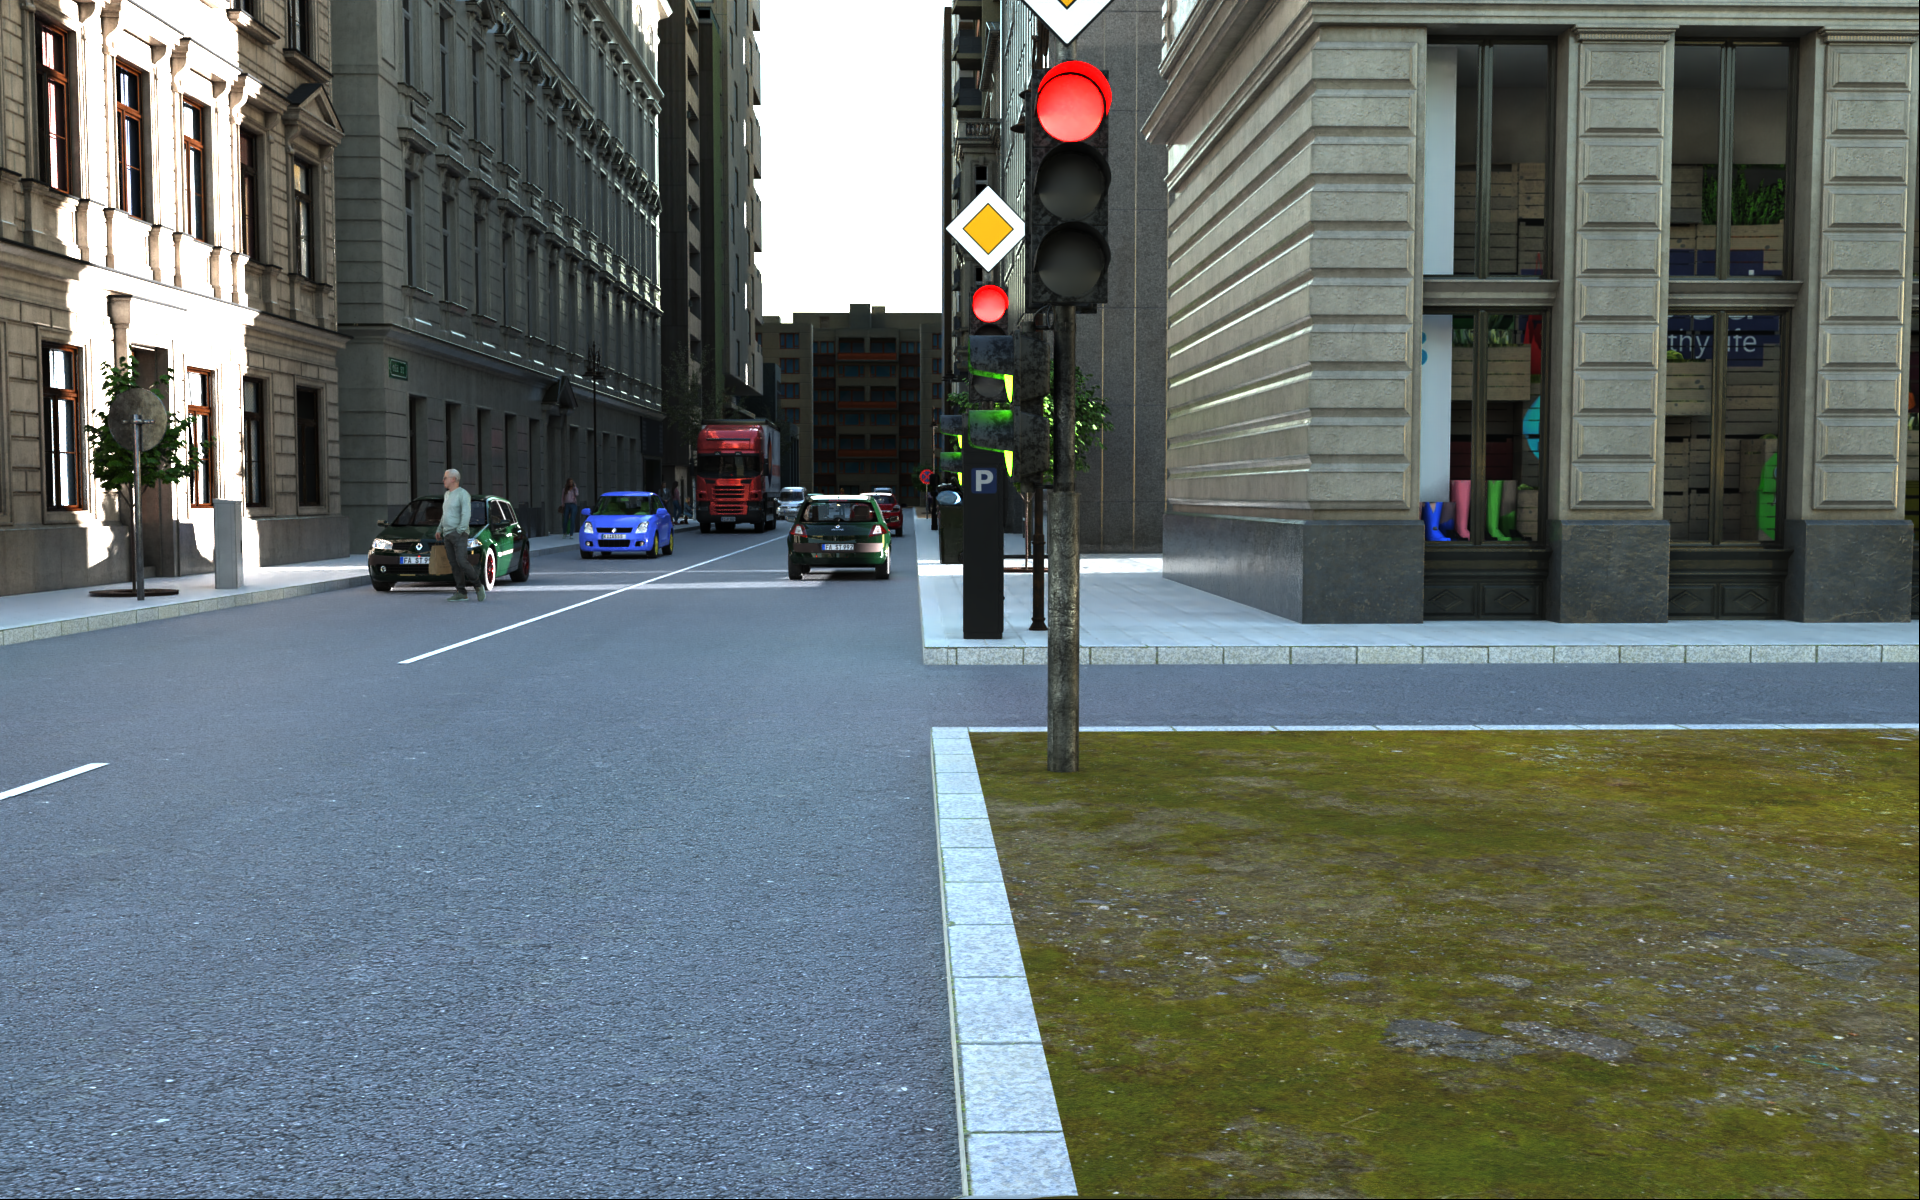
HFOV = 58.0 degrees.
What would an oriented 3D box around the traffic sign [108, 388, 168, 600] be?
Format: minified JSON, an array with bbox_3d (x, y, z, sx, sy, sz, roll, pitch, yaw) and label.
[{"bbox_3d":[-9.893,-1.268,20.837,0.768,2.556,0.104,0,4,8],"label":"traffic sign"}]

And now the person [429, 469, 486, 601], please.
[{"bbox_3d":[-6.771,-0.872,23.245,0.782,1.767,0.515,3,5,41],"label":"person"}]

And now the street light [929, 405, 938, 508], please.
[{"bbox_3d":[-1.389,-7.200,90.515,0.468,5.910,1.993,0,4,-2],"label":"street light"}]

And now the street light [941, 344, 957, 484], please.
[{"bbox_3d":[-0.332,-4.927,53.336,0.468,5.910,1.993,0,4,-2],"label":"street light"}]

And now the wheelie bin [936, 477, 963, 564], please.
[{"bbox_3d":[-0.110,-1.466,31.870,0.693,1.594,0.980,0,4,-5],"label":"wheelie bin"}]

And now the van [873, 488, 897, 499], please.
[{"bbox_3d":[-5.267,-6.779,117.855,2.013,2.044,4.112,0,4,-3],"label":"van"}]

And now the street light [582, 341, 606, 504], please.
[{"bbox_3d":[-11.063,-4.876,52.518,0.468,5.910,1.993,0,4,-2],"label":"street light"}]

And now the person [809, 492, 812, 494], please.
[{"bbox_3d":[-14.896,-9.886,171.613,0.593,1.643,0.415,-1,4,-10],"label":"person"}]

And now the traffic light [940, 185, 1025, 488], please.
[{"bbox_3d":[0.238,-1.651,15.916,0.839,4.253,0.868,0,4,-2],"label":"traffic light"}]

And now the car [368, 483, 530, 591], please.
[{"bbox_3d":[-7.876,-1.047,26.911,2.009,1.686,4.222,0,4,-3],"label":"car"}]

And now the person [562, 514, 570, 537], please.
[{"bbox_3d":[-11.726,-2.533,51.714,0.306,1.304,0.590,-1,4,-9],"label":"person"}]

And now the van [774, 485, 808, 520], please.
[{"bbox_3d":[-9.403,-5.521,97.283,2.013,2.044,4.112,0,3,0],"label":"van"}]

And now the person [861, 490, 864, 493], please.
[{"bbox_3d":[-8.986,-9.213,159.076,1.348,1.831,0.705,2,4,24],"label":"person"}]

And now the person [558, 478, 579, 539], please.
[{"bbox_3d":[-11.170,-2.617,49.422,0.593,1.750,0.643,-1,4,-10],"label":"person"}]

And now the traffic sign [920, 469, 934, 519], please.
[{"bbox_3d":[-1.680,-5.414,88.626,0.768,2.556,0.104,0,4,4],"label":"traffic sign"}]

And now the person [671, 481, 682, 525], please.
[{"bbox_3d":[-11.749,-4.026,71.874,0.555,1.821,0.388,3,5,42],"label":"person"}]

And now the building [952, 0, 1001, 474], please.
[{"bbox_3d":[10.668,-27.792,109.028,22.147,44.769,28.867,0,4,-2],"label":"building"}]

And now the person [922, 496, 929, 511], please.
[{"bbox_3d":[-2.467,-7.565,132.957,0.991,1.433,0.599,-2,4,-24],"label":"person"}]

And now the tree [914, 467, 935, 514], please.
[{"bbox_3d":[-1.963,-7.306,114.058,1.663,3.219,1.824,0,3,0],"label":"tree"}]

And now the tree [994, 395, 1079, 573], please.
[{"bbox_3d":[1.218,-2.078,28.581,1.663,3.219,1.824,0,3,0],"label":"tree"}]

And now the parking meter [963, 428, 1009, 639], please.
[{"bbox_3d":[0.229,-0.590,15.362,0.399,1.863,0.255,0,4,3],"label":"parking meter"}]

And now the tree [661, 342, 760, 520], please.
[{"bbox_3d":[-12.679,-8.170,83.938,4.360,8.622,3.978,0,3,0],"label":"tree"}]

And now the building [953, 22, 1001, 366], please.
[{"bbox_3d":[6.989,-15.579,73.804,14.460,24.649,34.723,0,4,-2],"label":"building"}]

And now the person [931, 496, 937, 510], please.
[{"bbox_3d":[-2.180,-8.189,140.665,1.217,1.736,0.721,-3,5,-40],"label":"person"}]

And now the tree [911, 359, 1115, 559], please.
[{"bbox_3d":[1.438,-3.131,34.903,4.285,4.588,4.351,0,3,0],"label":"tree"}]

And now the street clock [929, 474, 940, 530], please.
[{"bbox_3d":[-0.902,-3.481,61.492,0.358,2.002,0.471,1,4,20],"label":"street clock"}]

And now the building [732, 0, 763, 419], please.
[{"bbox_3d":[-27.849,-32.320,117.663,28.713,52.752,27.495,0,4,-2],"label":"building"}]

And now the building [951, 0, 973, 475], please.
[{"bbox_3d":[13.030,-33.516,137.229,28.713,52.752,27.495,0,4,-2],"label":"building"}]

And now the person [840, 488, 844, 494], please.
[{"bbox_3d":[-6.423,-5.164,93.649,1.217,1.743,0.721,-2,4,-28],"label":"person"}]

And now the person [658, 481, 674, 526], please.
[{"bbox_3d":[-11.725,-3.842,69.133,0.520,1.790,0.573,-3,5,-42],"label":"person"}]

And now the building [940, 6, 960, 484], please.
[{"bbox_3d":[5.337,-31.067,158.058,14.600,45.320,14.200,0,4,-2],"label":"building"}]

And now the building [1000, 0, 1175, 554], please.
[{"bbox_3d":[7.596,-13.976,46.530,12.078,24.808,19.932,0,4,-2],"label":"building"}]

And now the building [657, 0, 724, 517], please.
[{"bbox_3d":[-21.147,-19.942,97.759,14.160,30.474,14.107,0,4,-2],"label":"building"}]

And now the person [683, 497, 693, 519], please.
[{"bbox_3d":[-13.856,-4.750,89.206,0.738,1.151,1.012,1,4,18],"label":"person"}]

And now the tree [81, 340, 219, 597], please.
[{"bbox_3d":[-10.475,-1.664,21.802,1.663,3.219,1.824,0,3,0],"label":"tree"}]

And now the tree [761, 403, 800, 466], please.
[{"bbox_3d":[-14.993,-11.548,139.168,4.360,8.622,3.978,0,3,0],"label":"tree"}]

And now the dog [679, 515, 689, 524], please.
[{"bbox_3d":[-11.700,-3.380,73.001,0.748,0.427,0.550,-2,4,-28],"label":"dog"}]

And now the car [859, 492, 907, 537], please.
[{"bbox_3d":[-2.886,-3.106,59.827,2.155,1.783,4.494,0,4,-3],"label":"car"}]

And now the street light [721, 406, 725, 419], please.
[{"bbox_3d":[-12.172,-7.117,89.157,0.468,5.910,1.993,0,4,-2],"label":"street light"}]

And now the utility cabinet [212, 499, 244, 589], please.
[{"bbox_3d":[-10.069,-0.777,23.867,0.306,1.237,1.020,-1,4,-18],"label":"utility cabinet"}]

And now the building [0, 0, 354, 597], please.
[{"bbox_3d":[-16.809,-9.828,25.320,10.561,19.102,19.286,0,4,-2],"label":"building"}]

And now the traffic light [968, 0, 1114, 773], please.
[{"bbox_3d":[0.460,-1.163,7.934,0.839,4.253,0.868,0,4,-2],"label":"traffic light"}]

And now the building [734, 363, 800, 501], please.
[{"bbox_3d":[-30.650,-51.396,153.004,31.000,86.520,22.319,0,4,-2],"label":"building"}]

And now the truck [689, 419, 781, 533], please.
[{"bbox_3d":[-8.529,-4.783,67.120,2.839,4.237,11.283,0,4,-2],"label":"truck"}]

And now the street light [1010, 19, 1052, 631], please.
[{"bbox_3d":[0.739,-2.653,16.158,0.468,5.910,1.993,0,4,-2],"label":"street light"}]

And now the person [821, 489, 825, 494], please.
[{"bbox_3d":[-11.539,-8.420,146.122,1.348,1.831,0.705,2,4,31],"label":"person"}]

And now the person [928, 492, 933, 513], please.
[{"bbox_3d":[-2.003,-6.932,120.323,0.436,1.711,0.756,-3,4,-36],"label":"person"}]

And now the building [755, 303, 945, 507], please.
[{"bbox_3d":[-9.893,-21.044,189.108,28.899,21.520,27.650,0,4,-2],"label":"building"}]

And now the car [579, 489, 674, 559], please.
[{"bbox_3d":[-7.603,-1.835,39.594,1.945,1.707,3.694,0,4,-2],"label":"car"}]

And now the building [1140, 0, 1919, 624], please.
[{"bbox_3d":[12.482,-11.776,21.423,19.941,23.489,11.050,0,4,-2],"label":"building"}]

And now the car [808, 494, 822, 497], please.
[{"bbox_3d":[-9.784,-6.607,116.812,1.959,1.807,4.718,0,4,-2],"label":"car"}]

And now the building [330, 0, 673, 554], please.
[{"bbox_3d":[-20.627,-17.166,57.072,17.030,29.872,44.131,0,4,-2],"label":"building"}]

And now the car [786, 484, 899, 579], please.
[{"bbox_3d":[-2.083,-1.265,30.475,2.009,1.686,4.222,0,4,-2],"label":"car"}]
